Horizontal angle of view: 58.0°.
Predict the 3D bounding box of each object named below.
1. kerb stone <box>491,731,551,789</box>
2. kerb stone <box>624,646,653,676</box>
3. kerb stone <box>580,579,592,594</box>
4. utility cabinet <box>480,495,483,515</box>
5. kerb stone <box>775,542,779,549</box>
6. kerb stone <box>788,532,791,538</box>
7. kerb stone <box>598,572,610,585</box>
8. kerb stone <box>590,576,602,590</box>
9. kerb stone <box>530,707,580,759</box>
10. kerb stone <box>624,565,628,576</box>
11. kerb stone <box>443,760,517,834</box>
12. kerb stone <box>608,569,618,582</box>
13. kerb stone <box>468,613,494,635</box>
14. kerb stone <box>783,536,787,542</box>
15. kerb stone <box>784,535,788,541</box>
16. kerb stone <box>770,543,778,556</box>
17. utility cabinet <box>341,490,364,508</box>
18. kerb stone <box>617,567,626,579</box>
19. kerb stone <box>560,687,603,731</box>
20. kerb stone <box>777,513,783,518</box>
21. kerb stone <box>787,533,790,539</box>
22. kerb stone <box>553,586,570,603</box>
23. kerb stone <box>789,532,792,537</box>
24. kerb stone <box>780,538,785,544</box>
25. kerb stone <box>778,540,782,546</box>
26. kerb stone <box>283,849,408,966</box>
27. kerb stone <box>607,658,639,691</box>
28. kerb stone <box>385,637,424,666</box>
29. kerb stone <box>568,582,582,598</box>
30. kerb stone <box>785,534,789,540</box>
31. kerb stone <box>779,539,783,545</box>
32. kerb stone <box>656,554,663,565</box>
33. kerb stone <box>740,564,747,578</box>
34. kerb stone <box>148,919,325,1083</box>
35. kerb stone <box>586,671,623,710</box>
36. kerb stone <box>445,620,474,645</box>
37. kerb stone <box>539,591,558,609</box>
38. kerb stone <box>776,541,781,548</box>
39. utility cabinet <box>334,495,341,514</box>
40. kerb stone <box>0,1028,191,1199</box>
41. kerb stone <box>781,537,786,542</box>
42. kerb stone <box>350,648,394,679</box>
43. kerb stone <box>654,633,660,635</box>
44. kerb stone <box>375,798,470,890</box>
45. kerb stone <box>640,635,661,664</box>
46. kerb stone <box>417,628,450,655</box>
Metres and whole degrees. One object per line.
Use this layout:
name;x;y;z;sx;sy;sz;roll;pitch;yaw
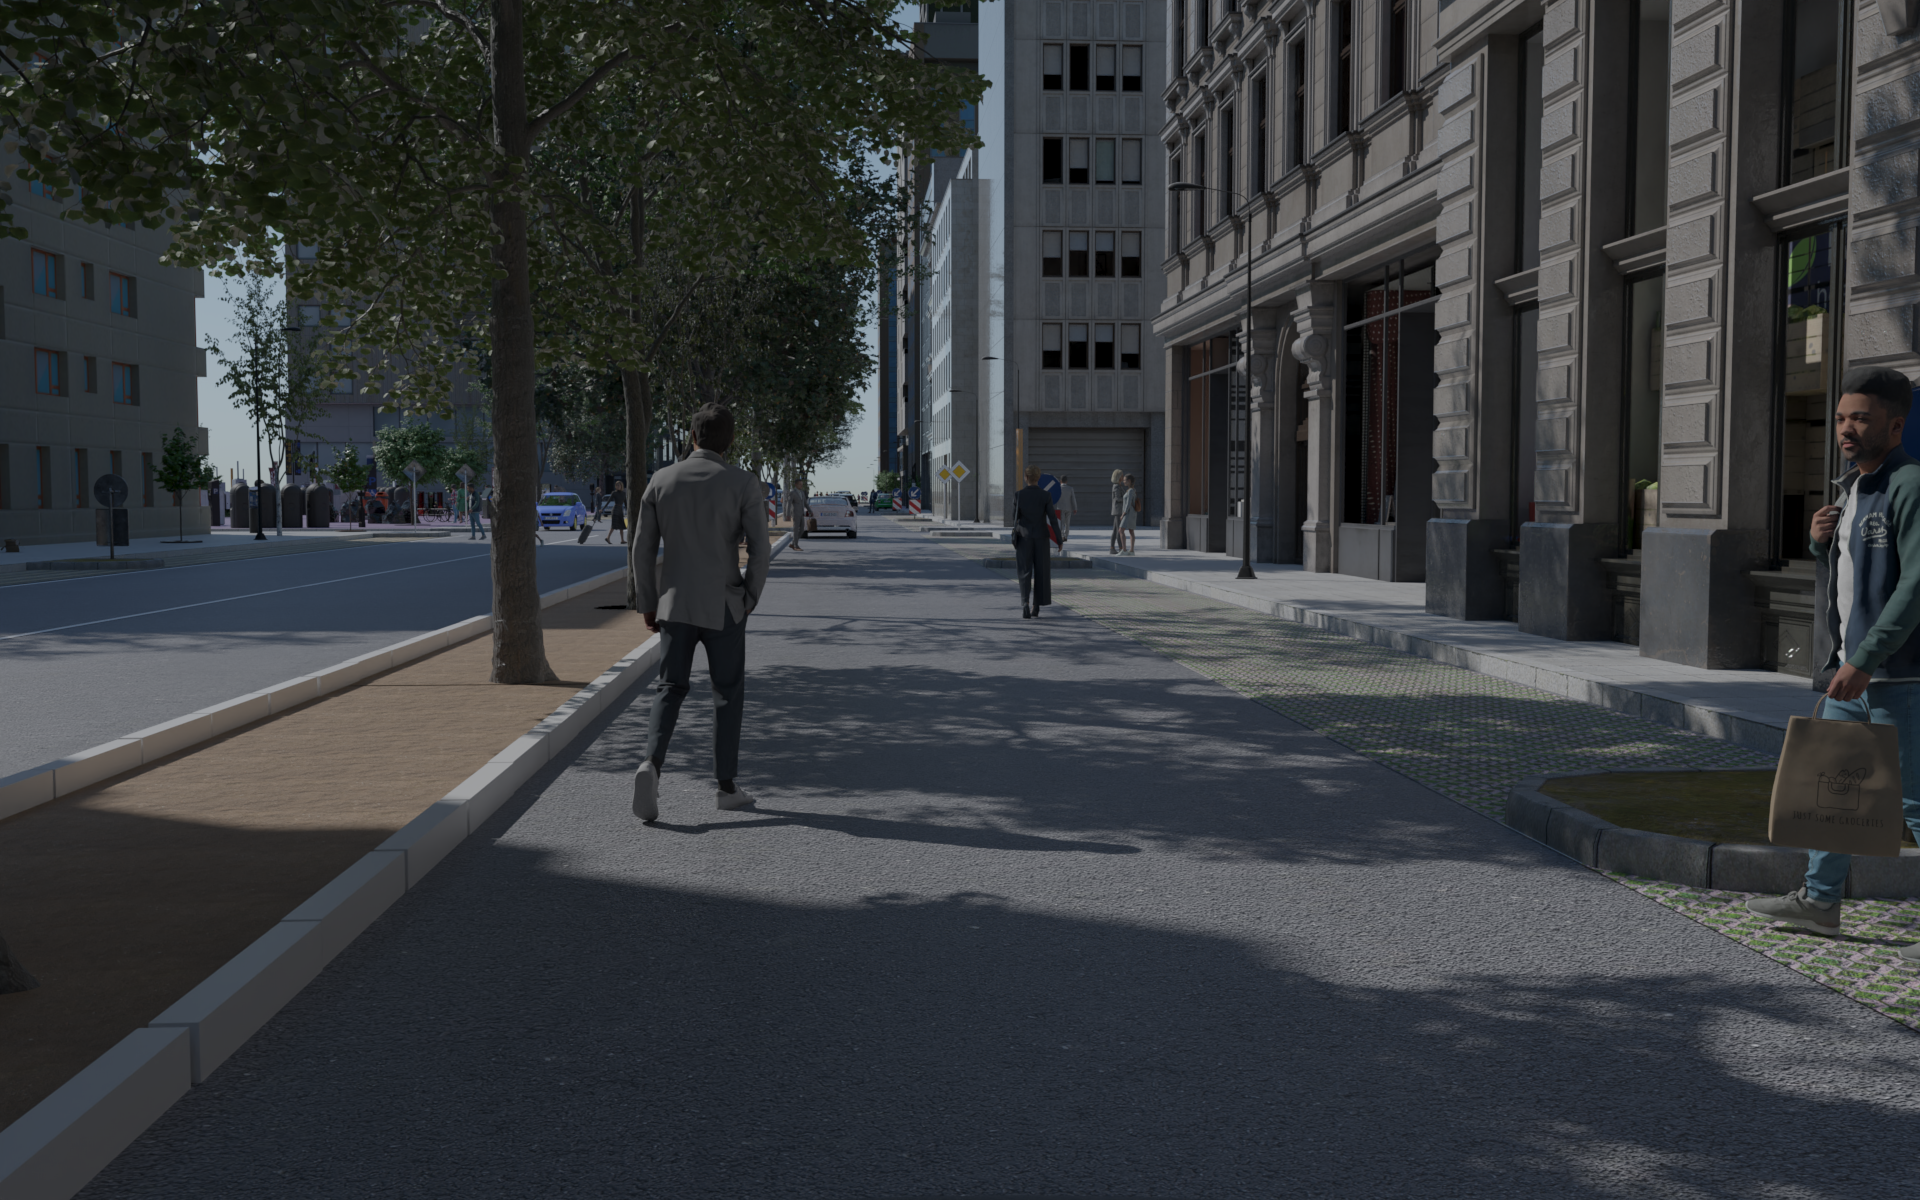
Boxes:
kerb stone;-2.236;0.821;8.793;0.120;0.150;1.000;0;4;-4
kerb stone;-2.602;0.506;13.915;0.120;0.150;1.000;0;4;-4
kerb stone;-5.476;-0.170;24.976;0.120;0.150;1.000;0;4;-4
utility cabinet;-28.505;-5.722;104.711;1.020;1.237;0.306;1;4;8
kerb stone;-4.682;-1.307;43.561;0.120;0.150;1.000;0;4;-4
kerb stone;-5.405;-1.932;53.779;0.120;0.150;1.000;0;4;-4
kerb stone;-5.630;-0.296;27.031;0.120;0.150;1.000;0;4;-4
kerb stone;-5.546;-0.229;26.003;0.120;0.150;1.000;0;4;-4
kerb stone;-2.303;0.757;9.820;0.120;0.150;1.000;0;4;-4
kerb stone;-5.837;-0.483;30.091;0.120;0.150;1.000;0;4;-4
kerb stone;-2.156;0.882;7.774;0.120;0.150;1.000;0;4;-4
kerb stone;-5.700;-0.358;28.051;0.120;0.150;1.000;0;4;-4
kerb stone;-4.980;0.269;17.805;0.120;0.150;1.000;0;4;-4
kerb stone;-5.117;-1.681;49.680;0.120;0.150;1.000;0;4;-4
kerb stone;-5.193;-1.743;50.699;0.120;0.150;1.000;0;4;-4
kerb stone;-4.616;-1.244;42.534;0.120;0.150;1.000;0;4;-4
utility cabinet;-32.467;-5.129;92.532;1.173;1.500;0.318;1;4;8
kerb stone;-5.774;-0.420;29.071;0.120;0.150;1.000;0;4;-4
kerb stone;-2.381;0.695;10.839;0.120;0.150;1.000;0;4;-4
kerb stone;-11.649;-5.522;112.472;0.120;0.150;1.000;0;4;-4
kerb stone;-5.328;-1.869;52.755;0.120;0.150;1.000;0;4;-4
kerb stone;-5.339;-0.045;22.932;0.120;0.150;1.000;0;4;-4
kerb stone;-5.480;-1.995;54.809;0.120;0.150;1.000;0;4;-4
kerb stone;-4.962;-1.556;47.641;0.120;0.150;1.000;0;4;-4
kerb stone;-4.822;-1.432;45.601;0.120;0.150;1.000;0;4;-4
kerb stone;-2.020;1.008;5.722;0.120;0.150;1.000;0;4;-4
kerb stone;-2.528;0.569;12.886;0.120;0.150;1.000;0;4;-4
kerb stone;-4.760;0.456;14.733;0.120;0.150;1.000;0;4;-4
kerb stone;-5.402;-0.108;23.957;0.120;0.150;1.000;0;4;-4
kerb stone;-5.262;-1.805;51.732;0.120;0.150;1.000;0;4;-4
kerb stone;-4.898;-1.488;46.621;0.120;0.150;1.000;0;4;-4
kerb stone;-6.269;-0.858;36.229;0.120;0.150;1.000;0;4;-4
kerb stone;-3.751;-0.494;30.274;0.120;0.150;1.000;0;4;-4
kerb stone;-1.942;1.070;4.702;0.120;0.150;1.000;0;4;-4
kerb stone;-2.452;0.632;11.866;0.120;0.150;1.000;0;4;-4
kerb stone;-4.903;0.333;16.774;0.120;0.150;1.000;0;4;-4
kerb stone;-5.262;0.020;21.899;0.120;0.150;1.000;0;4;-4
kerb stone;-4.757;-1.369;44.581;0.120;0.150;1.000;0;4;-4
utility cabinet;-41.393;-6.304;114.236;1.020;1.237;0.306;-1;4;-11
kerb stone;-1.879;1.133;3.670;0.120;0.150;1.000;0;4;-4
kerb stone;-5.046;-1.619;48.660;0.120;0.150;1.000;0;4;-4
kerb stone;-4.692;0.519;13.713;0.120;0.150;1.000;0;4;-4
kerb stone;-2.745;0.381;15.968;0.120;0.150;1.000;0;4;-4
kerb stone;-2.090;0.944;6.754;0.120;0.150;1.000;0;4;-4
kerb stone;-2.667;0.444;14.935;0.120;0.150;1.000;0;4;-4
kerb stone;-4.837;0.394;15.753;0.120;0.150;1.000;0;4;-4
